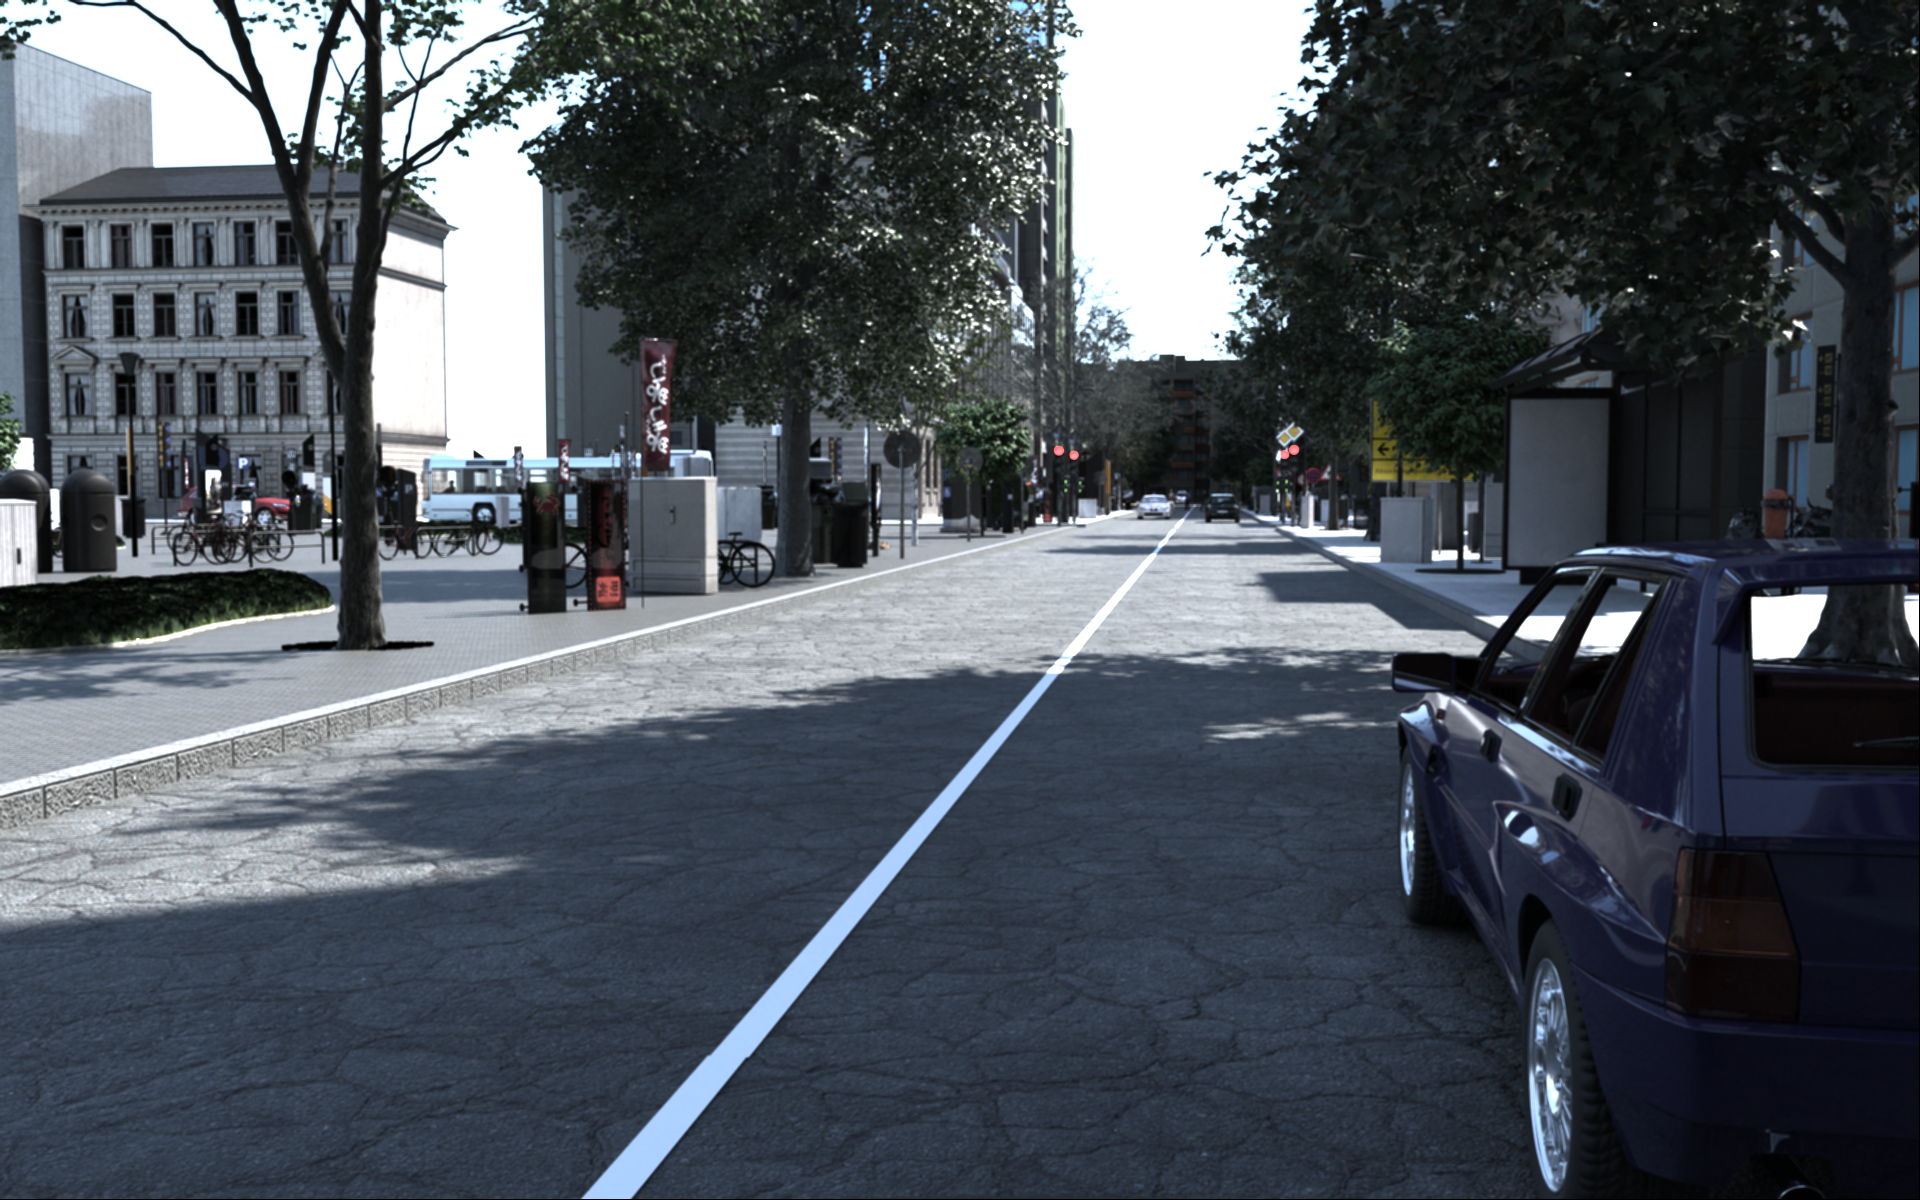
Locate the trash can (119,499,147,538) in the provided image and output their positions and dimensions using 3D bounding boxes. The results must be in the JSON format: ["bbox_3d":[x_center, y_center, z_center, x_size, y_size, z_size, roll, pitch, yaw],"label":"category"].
[{"bbox_3d":[-24.151,-2.383,50.620,0.748,1.137,0.748,0,3,0],"label":"trash can"}]

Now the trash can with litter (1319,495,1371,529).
[{"bbox_3d":[14.629,-3.351,65.840,1.678,1.210,2.233,0,4,1],"label":"trash can with litter"}]

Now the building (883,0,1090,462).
[{"bbox_3d":[-0.469,-54.783,208.369,31.000,86.520,22.319,0,4,8],"label":"building"}]

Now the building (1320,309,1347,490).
[{"bbox_3d":[46.389,-32.740,185.410,14.600,45.320,14.200,0,4,8],"label":"building"}]

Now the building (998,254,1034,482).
[{"bbox_3d":[-0.084,-17.353,138.471,10.420,20.320,16.860,0,4,8],"label":"building"}]

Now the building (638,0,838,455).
[{"bbox_3d":[-26.469,-47.380,212.907,20.611,71.187,20.563,0,4,8],"label":"building"}]

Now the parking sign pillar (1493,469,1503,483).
[{"bbox_3d":[19.484,-4.435,60.988,1.447,3.967,1.447,3,4,36],"label":"parking sign pillar"}]

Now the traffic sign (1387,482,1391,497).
[{"bbox_3d":[9.763,-2.403,39.391,0.768,2.556,0.104,1,4,10],"label":"traffic sign"}]

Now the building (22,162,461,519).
[{"bbox_3d":[-38.456,-14.048,94.305,19.286,19.102,10.561,0,4,8],"label":"building"}]

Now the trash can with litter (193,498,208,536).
[{"bbox_3d":[-22.820,-2.511,52.442,0.624,1.170,1.055,-3,4,-38],"label":"trash can with litter"}]

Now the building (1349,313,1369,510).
[{"bbox_3d":[37.938,-19.521,137.195,12.078,24.808,19.932,0,4,8],"label":"building"}]

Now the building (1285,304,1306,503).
[{"bbox_3d":[59.788,-36.251,247.326,28.867,44.769,22.147,0,4,8],"label":"building"}]

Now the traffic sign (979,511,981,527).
[{"bbox_3d":[0.657,-3.561,58.334,0.768,2.556,0.104,1,4,11],"label":"traffic sign"}]

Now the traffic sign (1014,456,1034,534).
[{"bbox_3d":[2.024,-3.427,56.138,0.768,2.556,0.104,1,4,10],"label":"traffic sign"}]

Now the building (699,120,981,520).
[{"bbox_3d":[-5.936,-15.861,95.487,11.583,22.565,21.152,0,4,8],"label":"building"}]

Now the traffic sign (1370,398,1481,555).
[{"bbox_3d":[9.764,-2.598,36.354,2.265,3.308,0.079,1,4,13],"label":"traffic sign"}]

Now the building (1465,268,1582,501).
[{"bbox_3d":[35.278,-15.165,84.108,21.152,22.565,11.583,0,4,8],"label":"building"}]

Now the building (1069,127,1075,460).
[{"bbox_3d":[4.940,-30.891,188.658,14.154,41.232,14.086,0,4,8],"label":"building"}]

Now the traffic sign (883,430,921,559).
[{"bbox_3d":[-1.151,-2.095,34.366,0.768,2.556,0.104,1,4,10],"label":"traffic sign"}]

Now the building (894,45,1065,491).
[{"bbox_3d":[1.740,-29.138,159.995,14.154,41.232,14.086,0,4,8],"label":"building"}]

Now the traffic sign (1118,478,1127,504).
[{"bbox_3d":[12.675,-8.258,135.122,0.768,2.556,0.104,1,4,9],"label":"traffic sign"}]

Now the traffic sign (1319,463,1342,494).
[{"bbox_3d":[14.343,-4.109,67.181,0.884,2.594,0.081,1,4,13],"label":"traffic sign"}]

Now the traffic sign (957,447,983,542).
[{"bbox_3d":[0.236,-2.846,46.645,0.768,2.556,0.104,1,4,15],"label":"traffic sign"}]

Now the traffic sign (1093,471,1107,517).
[{"bbox_3d":[7.773,-5.889,96.393,0.768,2.556,0.104,1,4,14],"label":"traffic sign"}]

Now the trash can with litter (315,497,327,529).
[{"bbox_3d":[-23.726,-3.194,63.614,0.624,1.170,1.055,0,3,0],"label":"trash can with litter"}]

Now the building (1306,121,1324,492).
[{"bbox_3d":[51.980,-35.407,202.602,21.300,48.544,21.600,0,4,8],"label":"building"}]

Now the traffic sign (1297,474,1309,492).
[{"bbox_3d":[21.338,-6.581,107.703,0.768,2.556,0.104,1,4,16],"label":"traffic sign"}]

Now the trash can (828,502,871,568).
[{"bbox_3d":[-1.925,-1.140,30.288,0.748,1.137,0.748,0,3,0],"label":"trash can"}]

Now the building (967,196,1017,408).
[{"bbox_3d":[-4.042,-16.915,118.358,13.314,21.916,24.055,0,4,8],"label":"building"}]

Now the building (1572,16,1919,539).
[{"bbox_3d":[32.105,-12.002,41.264,27.650,21.520,28.899,0,4,8],"label":"building"}]

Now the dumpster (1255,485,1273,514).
[{"bbox_3d":[19.679,-6.478,111.678,1.264,1.857,1.865,0,4,8],"label":"dumpster"}]

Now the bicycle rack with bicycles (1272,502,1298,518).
[{"bbox_3d":[17.902,-4.756,91.149,2.925,0.926,2.852,0,4,-2],"label":"bicycle rack with bicycles"}]

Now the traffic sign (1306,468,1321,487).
[{"bbox_3d":[17.030,-5.105,83.568,0.768,2.556,0.104,1,4,13],"label":"traffic sign"}]

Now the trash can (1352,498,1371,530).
[{"bbox_3d":[14.445,-3.092,62.200,0.748,1.137,0.748,0,3,0],"label":"trash can"}]

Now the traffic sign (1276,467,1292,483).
[{"bbox_3d":[14.707,-4.796,78.517,0.768,2.556,0.104,1,4,17],"label":"traffic sign"}]

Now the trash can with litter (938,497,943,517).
[{"bbox_3d":[-0.421,-4.029,77.263,0.624,1.170,1.055,3,5,43],"label":"trash can with litter"}]

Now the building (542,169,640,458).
[{"bbox_3d":[-43.651,-32.783,219.595,14.086,41.232,14.154,0,4,8],"label":"building"}]

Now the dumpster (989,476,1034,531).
[{"bbox_3d":[1.785,-3.601,61.363,1.502,2.255,1.985,0,4,8],"label":"dumpster"}]

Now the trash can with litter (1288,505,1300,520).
[{"bbox_3d":[17.418,-4.675,87.494,1.678,1.210,2.233,2,4,28],"label":"trash can with litter"}]

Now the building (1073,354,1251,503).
[{"bbox_3d":[31.322,-25.070,254.926,28.899,21.520,27.650,0,4,8],"label":"building"}]

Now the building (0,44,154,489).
[{"bbox_3d":[-57.989,-17.103,97.650,19.932,24.808,12.078,0,4,8],"label":"building"}]

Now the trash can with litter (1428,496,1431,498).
[{"bbox_3d":[22.431,-4.374,82.575,1.678,1.210,2.233,-3,5,-42],"label":"trash can with litter"}]

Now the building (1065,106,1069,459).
[{"bbox_3d":[3.048,-30.001,174.114,14.154,41.232,14.086,0,4,8],"label":"building"}]

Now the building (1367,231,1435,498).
[{"bbox_3d":[35.236,-20.267,117.271,13.634,28.700,20.117,0,4,8],"label":"building"}]

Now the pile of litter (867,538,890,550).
[{"bbox_3d":[-2.273,-1.639,40.765,1.176,0.858,1.719,-1,4,-14],"label":"pile of litter"}]

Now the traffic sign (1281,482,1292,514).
[{"bbox_3d":[21.269,-6.890,112.653,0.884,2.594,0.081,1,4,14],"label":"traffic sign"}]

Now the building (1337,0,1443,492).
[{"bbox_3d":[47.335,-33.190,162.259,23.786,49.044,30.456,0,4,8],"label":"building"}]

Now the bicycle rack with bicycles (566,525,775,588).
[{"bbox_3d":[-3.907,-0.659,24.158,2.925,0.926,2.852,1,4,17],"label":"bicycle rack with bicycles"}]

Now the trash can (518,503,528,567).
[{"bbox_3d":[-7.010,-1.060,28.981,0.748,1.137,0.748,0,3,0],"label":"trash can"}]

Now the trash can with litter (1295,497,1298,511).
[{"bbox_3d":[24.921,-7.141,128.149,1.055,1.170,0.624,-2,4,-27],"label":"trash can with litter"}]
